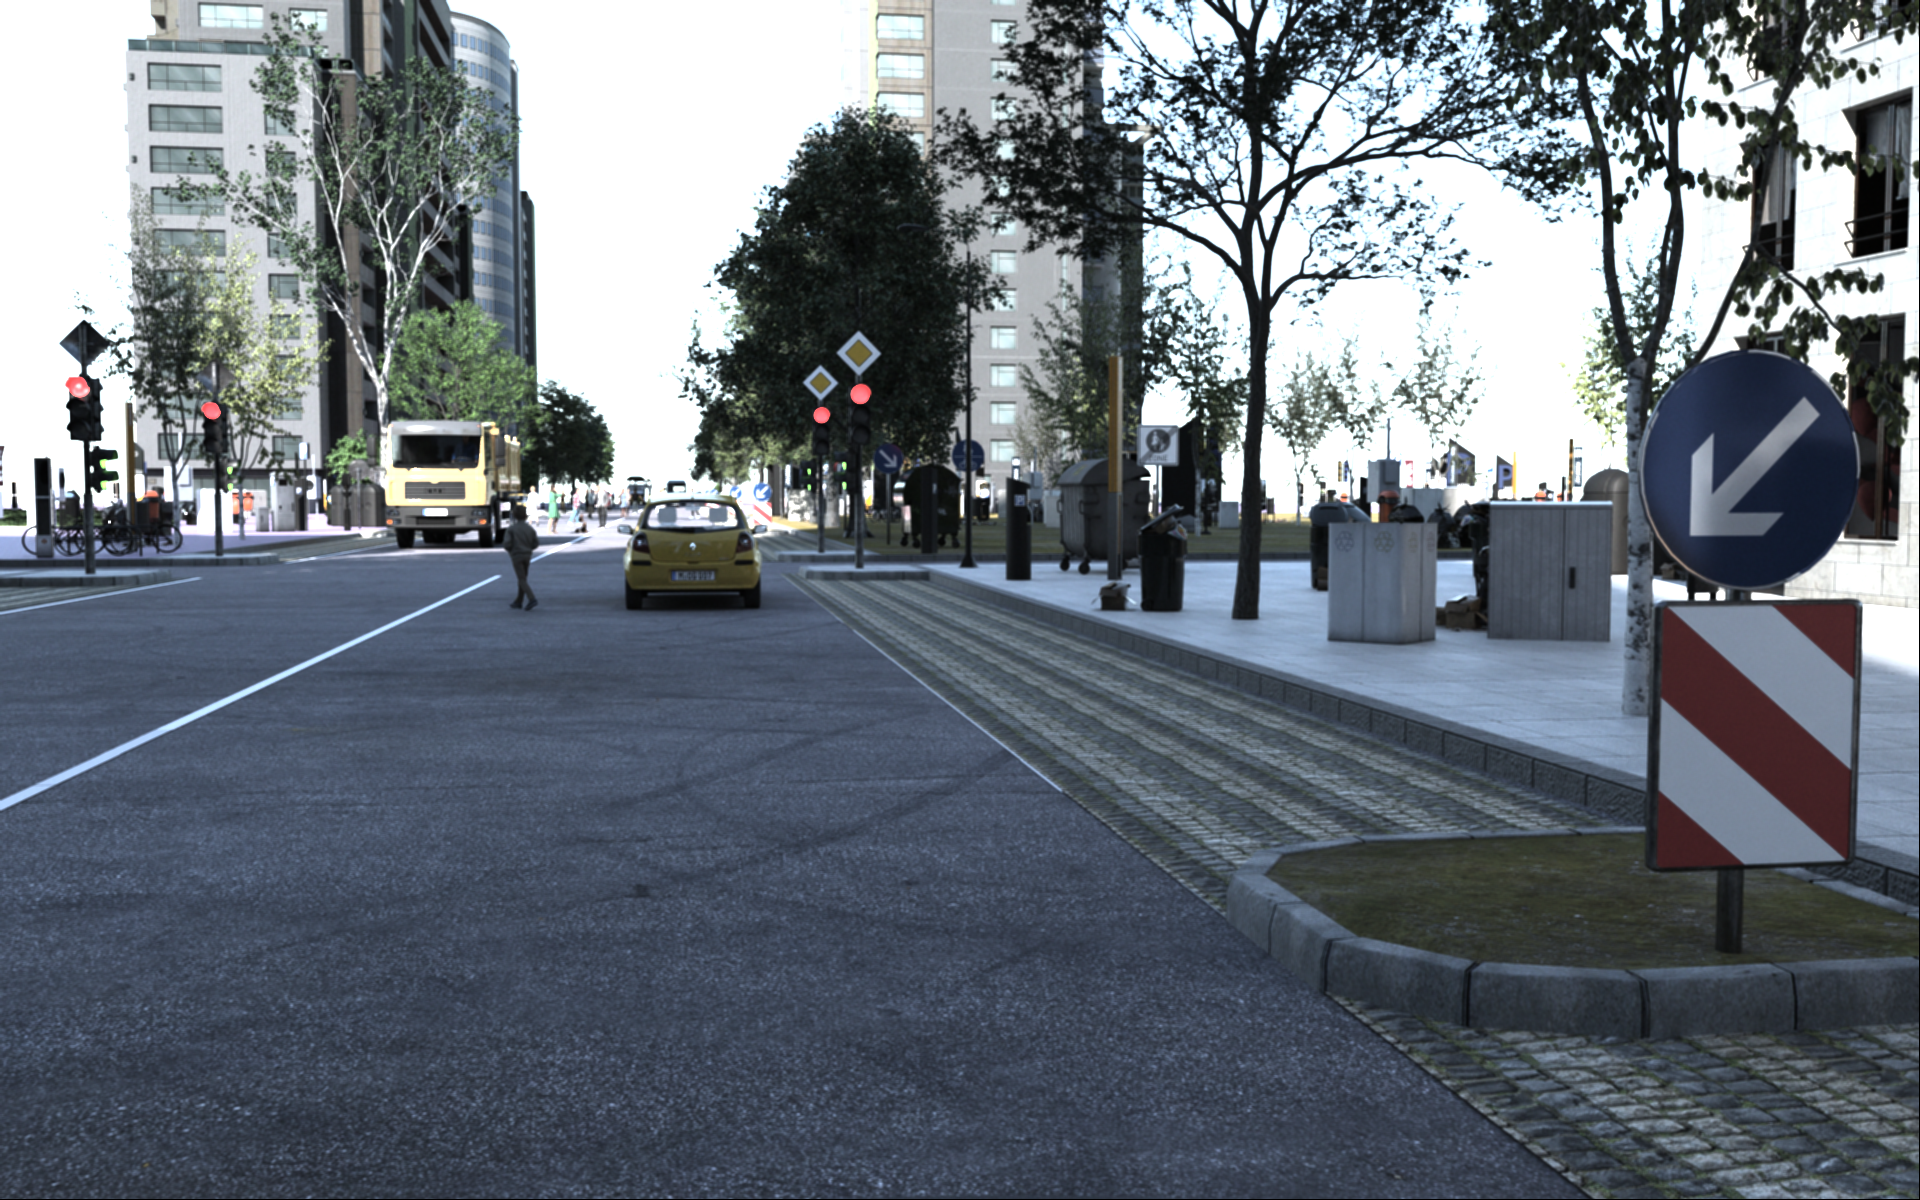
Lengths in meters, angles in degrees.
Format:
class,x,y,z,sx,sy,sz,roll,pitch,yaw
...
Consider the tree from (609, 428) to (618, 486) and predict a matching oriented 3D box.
class,x,y,z,sx,sy,sz,roll,pitch,yaw
tree,-54.189,-20.770,257.709,7.486,12.596,7.792,0,3,0

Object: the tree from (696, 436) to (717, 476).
class,x,y,z,sx,sy,sz,roll,pitch,yaw
tree,-35.847,-20.247,256.789,9.928,11.665,9.643,0,3,0

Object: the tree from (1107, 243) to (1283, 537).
class,x,y,z,sx,sy,sz,roll,pitch,yaw
tree,7.366,-6.195,51.657,4.737,8.622,4.395,0,3,0

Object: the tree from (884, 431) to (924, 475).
class,x,y,z,sx,sy,sz,roll,pitch,yaw
tree,-3.546,-9.864,111.642,4.737,8.622,4.395,0,3,0

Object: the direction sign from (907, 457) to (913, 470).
class,x,y,z,sx,sy,sz,roll,pitch,yaw
direction sign,-2.865,-6.896,104.740,0.876,3.537,0.379,0,4,7

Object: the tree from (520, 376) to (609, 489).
class,x,y,z,sx,sy,sz,roll,pitch,yaw
tree,-38.965,-15.250,167.460,7.486,12.596,7.792,0,3,0

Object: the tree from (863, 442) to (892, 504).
class,x,y,z,sx,sy,sz,roll,pitch,yaw
tree,-5.127,-8.886,95.644,4.360,8.622,3.978,0,3,0

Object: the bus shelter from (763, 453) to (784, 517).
class,x,y,z,sx,sy,sz,roll,pitch,yaw
bus shelter,-10.666,-6.745,101.570,1.731,3.624,6.357,-1,4,-9

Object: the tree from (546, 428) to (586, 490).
class,x,y,z,sx,sy,sz,roll,pitch,yaw
tree,-40.404,-13.844,176.716,4.360,8.622,3.978,0,3,0

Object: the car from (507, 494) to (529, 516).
class,x,y,z,sx,sy,sz,roll,pitch,yaw
car,-25.894,-5.593,101.670,2.015,1.641,3.980,-1,4,-10

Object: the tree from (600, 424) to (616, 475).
class,x,y,z,sx,sy,sz,roll,pitch,yaw
tree,-50.510,-18.975,235.993,9.928,11.665,9.643,0,3,0

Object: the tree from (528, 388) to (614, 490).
class,x,y,z,sx,sy,sz,roll,pitch,yaw
tree,-46.232,-18.336,206.444,9.857,13.997,8.962,0,3,0

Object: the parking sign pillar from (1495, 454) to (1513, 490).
class,x,y,z,sx,sy,sz,roll,pitch,yaw
parking sign pillar,36.465,-7.779,115.660,1.447,3.967,1.447,0,4,-1

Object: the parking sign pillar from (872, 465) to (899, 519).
class,x,y,z,sx,sy,sz,roll,pitch,yaw
parking sign pillar,-3.802,-6.163,89.242,1.447,3.967,1.447,-1,4,-12

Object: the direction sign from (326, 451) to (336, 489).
class,x,y,z,sx,sy,sz,roll,pitch,yaw
direction sign,-33.535,-6.144,92.444,0.379,3.537,0.876,1,4,10

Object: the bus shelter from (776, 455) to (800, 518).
class,x,y,z,sx,sy,sz,roll,pitch,yaw
bus shelter,-8.775,-7.096,93.647,2.179,5.291,8.768,-1,4,-9

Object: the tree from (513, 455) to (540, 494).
class,x,y,z,sx,sy,sz,roll,pitch,yaw
tree,-35.899,-9.662,141.688,4.285,4.588,4.351,0,3,0

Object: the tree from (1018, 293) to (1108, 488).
class,x,y,z,sx,sy,sz,roll,pitch,yaw
tree,4.482,-6.862,62.561,4.737,8.622,4.395,0,3,0

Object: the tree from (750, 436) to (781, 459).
class,x,y,z,sx,sy,sz,roll,pitch,yaw
tree,-11.572,-9.722,109.313,4.737,8.622,4.395,0,3,0

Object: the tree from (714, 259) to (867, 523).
class,x,y,z,sx,sy,sz,roll,pitch,yaw
tree,-6.957,-9.749,77.525,7.486,12.596,7.792,0,3,0

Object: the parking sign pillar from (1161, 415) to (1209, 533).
class,x,y,z,sx,sy,sz,roll,pitch,yaw
parking sign pillar,7.358,-4.231,57.652,1.447,3.967,1.447,0,4,0

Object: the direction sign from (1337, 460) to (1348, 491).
class,x,y,z,sx,sy,sz,roll,pitch,yaw
direction sign,25.811,-7.636,116.852,0.876,3.537,0.379,-2,4,-25

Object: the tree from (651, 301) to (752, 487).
class,x,y,z,sx,sy,sz,roll,pitch,yaw
tree,-23.856,-19.315,171.681,12.611,20.169,13.585,0,3,0

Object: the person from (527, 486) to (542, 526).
class,x,y,z,sx,sy,sz,roll,pitch,yaw
person,-18.896,-4.146,76.632,0.694,1.780,0.624,-2,4,-28

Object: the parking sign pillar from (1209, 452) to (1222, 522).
class,x,y,z,sx,sy,sz,roll,pitch,yaw
parking sign pillar,11.596,-5.598,80.006,1.447,3.967,1.447,-1,4,-22

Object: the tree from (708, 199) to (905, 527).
class,x,y,z,sx,sy,sz,roll,pitch,yaw
tree,-4.999,-9.825,67.294,9.857,13.997,8.962,0,3,0

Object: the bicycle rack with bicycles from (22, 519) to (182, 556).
class,x,y,z,sx,sy,sz,roll,pitch,yaw
bicycle rack with bicycles,-18.196,-1.415,36.516,2.925,0.926,2.852,-1,4,-13

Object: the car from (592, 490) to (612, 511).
class,x,y,z,sx,sy,sz,roll,pitch,yaw
car,-31.564,-8.737,151.523,2.281,1.827,5.304,-1,4,-9

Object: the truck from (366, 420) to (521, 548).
class,x,y,z,sx,sy,sz,roll,pitch,yaw
truck,-14.017,-3.198,48.211,3.469,3.379,9.791,-1,4,-9

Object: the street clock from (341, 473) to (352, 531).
class,x,y,z,sx,sy,sz,roll,pitch,yaw
street clock,-21.288,-3.399,60.142,0.358,2.002,0.471,0,4,-6

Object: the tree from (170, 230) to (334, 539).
class,x,y,z,sx,sy,sz,roll,pitch,yaw
tree,-20.103,-6.007,48.570,4.737,8.622,4.395,0,3,0

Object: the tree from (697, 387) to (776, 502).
class,x,y,z,sx,sy,sz,roll,pitch,yaw
tree,-13.811,-11.239,118.168,8.767,10.594,7.601,0,4,-4

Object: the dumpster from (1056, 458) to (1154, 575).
class,x,y,z,sx,sy,sz,roll,pitch,yaw
dumpster,2.367,-1.377,28.277,1.264,1.857,1.865,-1,4,-9

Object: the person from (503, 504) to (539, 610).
class,x,y,z,sx,sy,sz,roll,pitch,yaw
person,-5.446,-0.531,21.456,0.640,1.303,0.475,3,4,37

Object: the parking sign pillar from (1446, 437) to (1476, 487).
class,x,y,z,sx,sy,sz,roll,pitch,yaw
parking sign pillar,23.502,-5.678,81.302,1.447,3.967,1.447,3,4,37

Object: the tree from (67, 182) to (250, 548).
class,x,y,z,sx,sy,sz,roll,pitch,yaw
tree,-18.734,-5.546,41.043,4.360,8.622,3.978,0,3,0

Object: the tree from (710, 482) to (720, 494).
class,x,y,z,sx,sy,sz,roll,pitch,yaw
tree,-34.248,-15.296,244.687,1.663,3.219,1.824,0,3,0

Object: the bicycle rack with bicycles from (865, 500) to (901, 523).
class,x,y,z,sx,sy,sz,roll,pitch,yaw
bicycle rack with bicycles,-2.681,-3.948,77.925,2.925,0.926,2.852,-1,4,-21

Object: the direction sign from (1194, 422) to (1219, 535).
class,x,y,z,sx,sy,sz,roll,pitch,yaw
direction sign,7.825,-3.853,54.999,0.876,3.537,0.379,-2,4,-25

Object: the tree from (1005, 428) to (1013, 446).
class,x,y,z,sx,sy,sz,roll,pitch,yaw
tree,5.062,-9.857,111.520,4.360,8.622,3.978,0,3,0

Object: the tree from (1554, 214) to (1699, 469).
class,x,y,z,sx,sy,sz,roll,pitch,yaw
tree,18.280,-5.816,45.453,4.737,8.622,4.395,0,3,0

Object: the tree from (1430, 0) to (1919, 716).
class,x,y,z,sx,sy,sz,roll,pitch,yaw
tree,3.897,-3.623,9.592,4.360,8.622,3.978,0,3,0

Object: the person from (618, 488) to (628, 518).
class,x,y,z,sx,sy,sz,roll,pitch,yaw
person,-20.249,-5.829,103.896,0.616,1.811,0.778,-2,4,-34

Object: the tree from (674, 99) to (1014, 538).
class,x,y,z,sx,sy,sz,roll,pitch,yaw
tree,-3.073,-8.177,50.697,9.611,12.733,9.660,0,3,0

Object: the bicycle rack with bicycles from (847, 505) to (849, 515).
class,x,y,z,sx,sy,sz,roll,pitch,yaw
bicycle rack with bicycles,-5.535,-5.433,102.216,2.925,0.926,2.852,-1,4,-16

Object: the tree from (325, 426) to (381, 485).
class,x,y,z,sx,sy,sz,roll,pitch,yaw
tree,-28.914,-6.119,83.765,4.285,4.588,4.351,0,3,0

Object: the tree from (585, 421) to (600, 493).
class,x,y,z,sx,sy,sz,roll,pitch,yaw
tree,-31.923,-11.891,120.167,9.928,11.665,9.643,0,3,0

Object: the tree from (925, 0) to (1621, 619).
class,x,y,z,sx,sy,sz,roll,pitch,yaw
tree,3.277,-5.085,17.559,7.601,10.594,8.767,-1,4,-13

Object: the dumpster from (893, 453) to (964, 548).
class,x,y,z,sx,sy,sz,roll,pitch,yaw
dumpster,-0.749,-2.402,41.763,1.502,2.255,1.985,-1,4,-9

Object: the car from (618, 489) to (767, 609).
class,x,y,z,sx,sy,sz,roll,pitch,yaw
car,-3.554,-0.785,23.057,2.015,1.641,3.980,-1,4,-9

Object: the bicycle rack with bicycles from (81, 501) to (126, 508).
class,x,y,z,sx,sy,sz,roll,pitch,yaw
bicycle rack with bicycles,-43.258,-4.593,88.481,2.925,0.926,2.852,1,4,12

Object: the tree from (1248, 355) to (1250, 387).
class,x,y,z,sx,sy,sz,roll,pitch,yaw
tree,13.507,-7.284,69.463,4.360,8.622,3.978,0,3,0

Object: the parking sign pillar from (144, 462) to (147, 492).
class,x,y,z,sx,sy,sz,roll,pitch,yaw
parking sign pillar,-49.341,-7.090,104.400,1.447,3.967,1.447,-2,4,-31

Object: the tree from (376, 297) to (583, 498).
class,x,y,z,sx,sy,sz,roll,pitch,yaw
tree,-26.801,-10.090,90.722,9.928,11.665,9.643,0,3,0

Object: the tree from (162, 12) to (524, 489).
class,x,y,z,sx,sy,sz,roll,pitch,yaw
tree,-24.712,-13.102,70.112,12.611,20.169,13.585,0,3,0

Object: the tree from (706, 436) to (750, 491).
class,x,y,z,sx,sy,sz,roll,pitch,yaw
tree,-20.117,-12.505,154.813,4.360,8.622,3.978,0,3,0

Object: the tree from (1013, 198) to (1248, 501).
class,x,y,z,sx,sy,sz,roll,pitch,yaw
tree,3.990,-5.583,41.653,4.360,8.622,3.978,0,3,0
